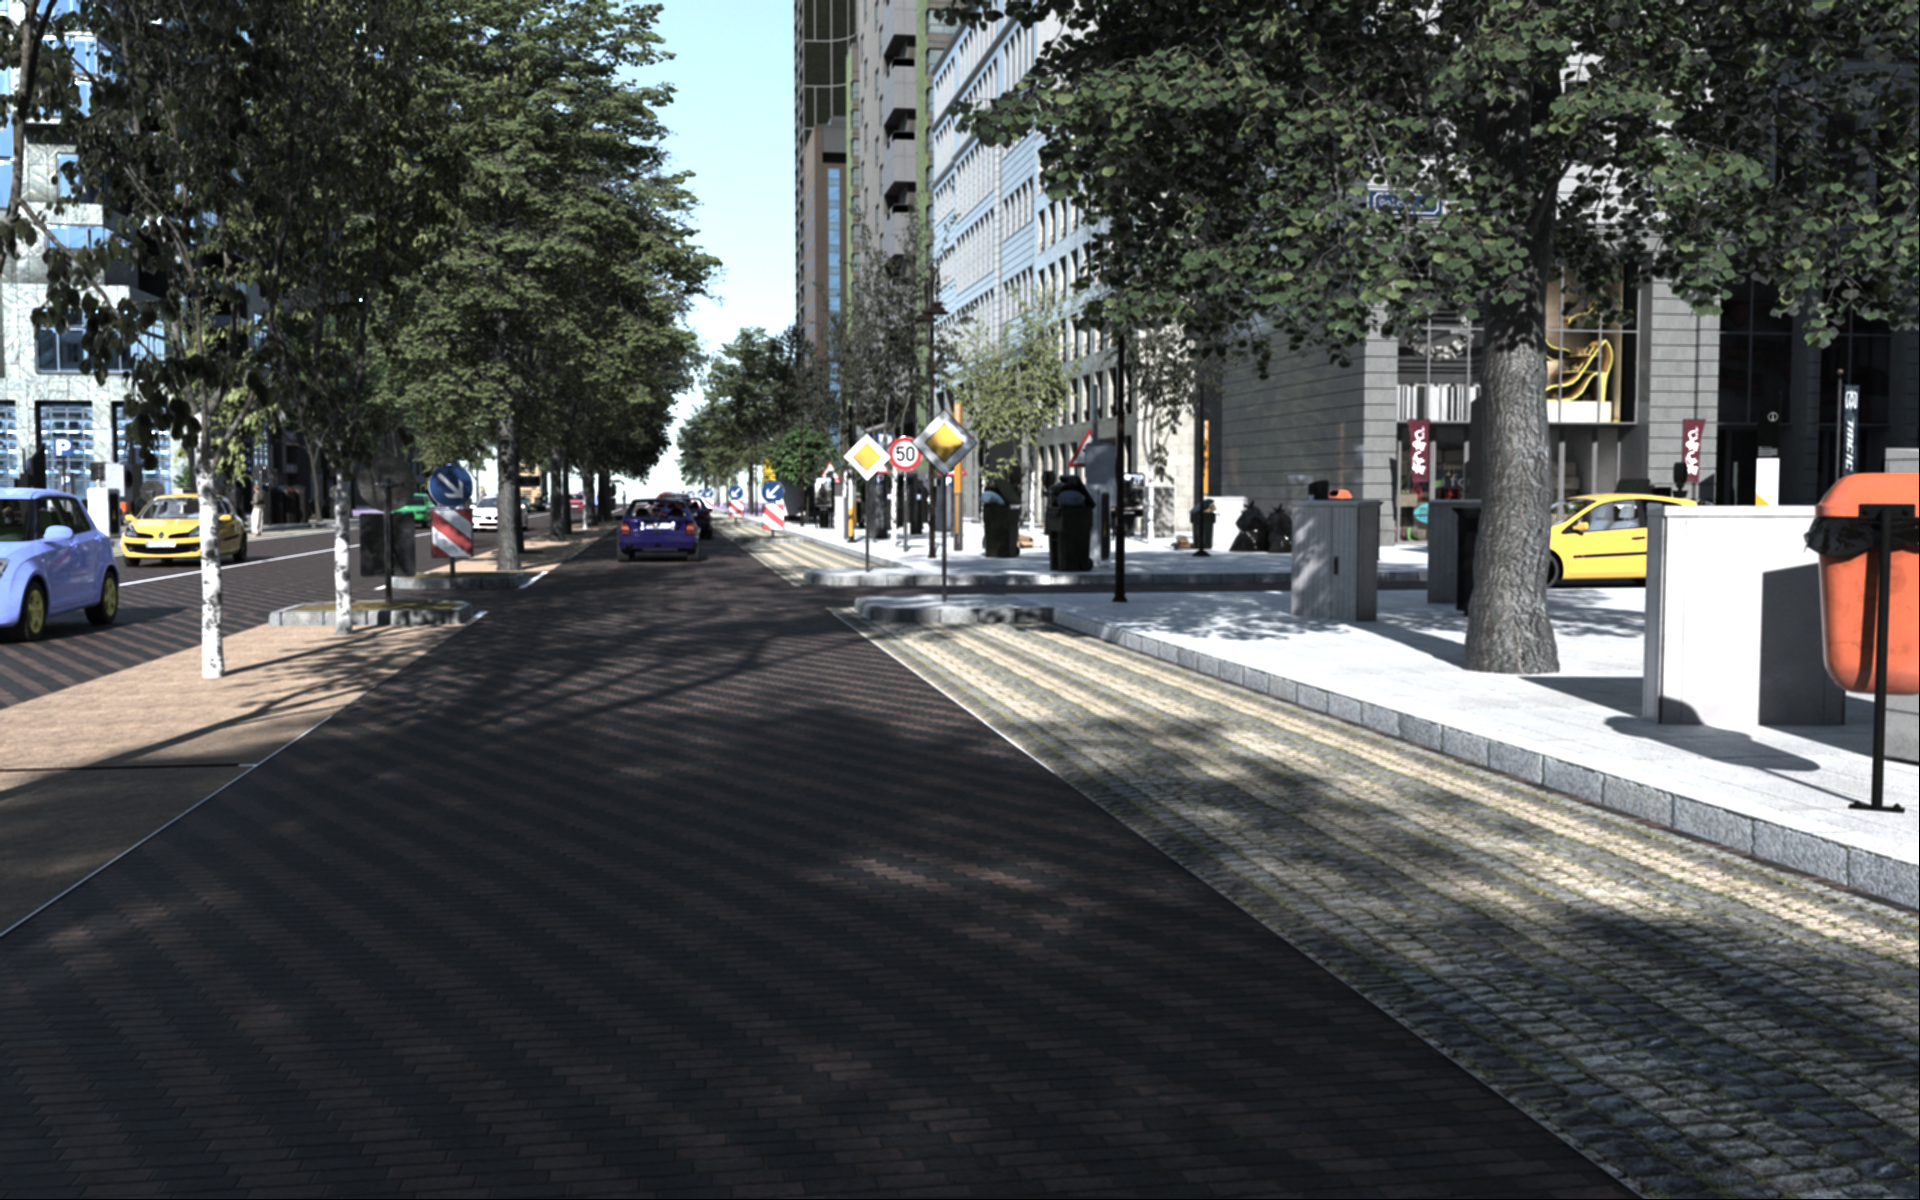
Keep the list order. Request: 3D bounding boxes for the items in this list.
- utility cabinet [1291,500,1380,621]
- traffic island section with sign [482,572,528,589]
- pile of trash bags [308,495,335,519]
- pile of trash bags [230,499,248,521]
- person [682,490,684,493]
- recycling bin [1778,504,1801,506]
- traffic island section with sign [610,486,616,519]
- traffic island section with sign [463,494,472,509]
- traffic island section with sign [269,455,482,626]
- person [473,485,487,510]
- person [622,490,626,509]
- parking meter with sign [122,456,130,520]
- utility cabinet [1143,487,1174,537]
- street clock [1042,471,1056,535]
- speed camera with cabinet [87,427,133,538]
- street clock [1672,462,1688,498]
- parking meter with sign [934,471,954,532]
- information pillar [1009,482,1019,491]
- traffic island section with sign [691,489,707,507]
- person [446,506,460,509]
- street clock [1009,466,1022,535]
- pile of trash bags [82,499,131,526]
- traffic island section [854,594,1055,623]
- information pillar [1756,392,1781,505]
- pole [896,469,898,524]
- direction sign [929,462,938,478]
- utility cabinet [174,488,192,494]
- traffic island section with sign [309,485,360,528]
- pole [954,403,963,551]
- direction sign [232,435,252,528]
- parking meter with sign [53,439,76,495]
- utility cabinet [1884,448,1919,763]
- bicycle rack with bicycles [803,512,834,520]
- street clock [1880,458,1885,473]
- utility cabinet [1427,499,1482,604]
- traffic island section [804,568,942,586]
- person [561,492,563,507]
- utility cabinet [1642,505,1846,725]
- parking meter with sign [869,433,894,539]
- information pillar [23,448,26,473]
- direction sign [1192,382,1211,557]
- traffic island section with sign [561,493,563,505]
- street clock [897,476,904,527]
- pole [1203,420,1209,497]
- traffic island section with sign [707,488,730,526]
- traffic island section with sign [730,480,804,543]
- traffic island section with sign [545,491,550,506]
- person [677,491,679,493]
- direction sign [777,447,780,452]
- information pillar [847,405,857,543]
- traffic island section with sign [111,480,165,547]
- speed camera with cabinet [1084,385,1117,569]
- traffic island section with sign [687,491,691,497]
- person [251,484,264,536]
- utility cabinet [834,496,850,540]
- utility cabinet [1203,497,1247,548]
[{"bbox_3d":[3.856,-0.412,17.896,0.306,1.237,1.020,-2,4,-30],"label":"utility cabinet"},{"bbox_3d":[-7.863,-1.158,27.070,2.006,1.907,1.989,-1,4,-10],"label":"traffic island section with sign"},{"bbox_3d":[-33.676,-4.866,89.319,3.447,1.369,1.912,-2,4,-30],"label":"pile of trash bags"},{"bbox_3d":[-34.955,-4.338,80.681,3.447,1.369,1.912,1,4,14],"label":"pile of trash bags"},{"bbox_3d":[-30.605,-11.214,191.814,0.705,1.831,1.348,-2,4,-30],"label":"person"},{"bbox_3d":[19.712,-1.785,41.743,0.722,1.027,0.722,-2,4,-29],"label":"recycling bin"},{"bbox_3d":[-20.431,-5.689,101.154,2.006,1.907,1.989,-1,4,-10],"label":"traffic island section with sign"},{"bbox_3d":[-35.298,-7.073,124.268,1.989,1.847,2.006,-1,4,-10],"label":"traffic island section with sign"},{"bbox_3d":[-6.635,-0.711,19.765,2.006,1.907,1.989,-1,4,-10],"label":"traffic island section with sign"},{"bbox_3d":[-20.356,-3.979,73.734,0.728,1.800,0.709,1,4,22],"label":"person"},{"bbox_3d":[-32.921,-9.854,169.702,0.705,1.814,1.350,0,4,0],"label":"person"},{"bbox_3d":[-37.933,-5.022,78.366,1.738,3.016,0.543,2,4,26],"label":"parking meter with sign"},{"bbox_3d":[5.868,-2.595,51.109,0.318,1.500,1.173,3,5,42],"label":"utility cabinet"},{"bbox_3d":[2.764,-3.027,54.055,0.358,2.002,0.471,-2,4,-31],"label":"street clock"},{"bbox_3d":[-24.883,-3.449,50.733,0.660,3.252,2.038,0,4,-6],"label":"speed camera with cabinet"},{"bbox_3d":[16.504,-2.150,39.721,0.358,2.002,0.471,2,4,32],"label":"street clock"},{"bbox_3d":[-0.486,-3.818,58.686,0.543,3.016,1.738,-1,4,-20],"label":"parking meter with sign"},{"bbox_3d":[1.983,-3.613,63.568,0.304,2.012,0.304,-2,4,-25],"label":"information pillar"},{"bbox_3d":[-18.460,-7.207,126.462,1.989,1.847,2.006,-1,4,-10],"label":"traffic island section with sign"},{"bbox_3d":[-13.111,-2.213,44.952,0.793,1.790,0.793,-3,5,-43],"label":"person"},{"bbox_3d":[1.404,-2.428,44.274,0.358,2.002,0.471,-1,4,-10],"label":"street clock"},{"bbox_3d":[-34.671,-3.686,70.019,1.912,1.369,3.447,1,4,8],"label":"pile of trash bags"},{"bbox_3d":[-0.168,0.102,20.614,2.009,0.180,2.903,-1,4,-10],"label":"traffic island section"},{"bbox_3d":[18.739,-2.984,40.143,0.504,3.616,0.183,3,4,38],"label":"information pillar"},{"bbox_3d":[-2.656,-4.777,71.944,0.158,3.312,0.155,0,3,0],"label":"pole"},{"bbox_3d":[-1.129,-5.783,86.543,0.876,3.537,0.379,-2,4,-27],"label":"direction sign"},{"bbox_3d":[-28.613,-3.377,63.888,0.318,1.500,1.173,0,4,-8],"label":"utility cabinet"},{"bbox_3d":[-26.882,-4.039,74.670,1.989,1.847,2.006,-1,4,-10],"label":"traffic island section with sign"},{"bbox_3d":[-0.039,-2.759,38.953,0.158,3.312,0.155,0,3,0],"label":"pole"},{"bbox_3d":[-27.500,-4.549,66.377,0.876,3.537,0.379,1,4,16],"label":"direction sign"},{"bbox_3d":[-28.686,-3.636,55.701,0.543,3.016,1.738,-1,4,-20],"label":"parking meter with sign"},{"bbox_3d":[5.042,0.019,8.360,1.173,1.500,0.318,-1,4,-16],"label":"utility cabinet"},{"bbox_3d":[-7.495,-4.538,87.573,2.925,0.926,2.852,-2,4,-32],"label":"bicycle rack with bicycles"},{"bbox_3d":[17.932,-1.760,33.349,0.358,2.002,0.471,0,4,0],"label":"street clock"},{"bbox_3d":[6.024,-0.561,20.330,1.020,1.237,0.306,1,4,15],"label":"utility cabinet"},{"bbox_3d":[-1.503,-0.380,28.487,2.009,0.180,2.903,-1,4,-10],"label":"traffic island section"},{"bbox_3d":[-44.012,-11.130,191.297,1.217,1.723,0.721,3,5,42],"label":"person"},{"bbox_3d":[4.408,0.087,9.734,1.020,1.237,0.306,0,4,3],"label":"utility cabinet"},{"bbox_3d":[-2.343,-3.298,50.189,0.543,3.016,1.738,-1,4,-14],"label":"parking meter with sign"},{"bbox_3d":[-47.819,-5.945,88.557,0.183,3.616,0.504,-2,4,-30],"label":"information pillar"},{"bbox_3d":[4.981,-2.669,35.639,0.379,3.537,0.876,0,4,5],"label":"direction sign"},{"bbox_3d":[-53.511,-13.645,231.723,1.989,1.847,2.006,-1,4,-10],"label":"traffic island section with sign"},{"bbox_3d":[-2.353,-3.878,67.971,0.358,2.002,0.471,2,4,27],"label":"street clock"},{"bbox_3d":[6.803,-3.312,47.998,0.158,3.312,0.155,0,3,0],"label":"pole"},{"bbox_3d":[-10.175,-4.218,77.587,1.989,1.847,2.006,-1,4,-10],"label":"traffic island section with sign"},{"bbox_3d":[-5.661,-2.592,51.011,1.989,1.847,2.006,-1,4,-10],"label":"traffic island section with sign"},{"bbox_3d":[-48.932,-11.998,204.795,1.989,1.847,2.006,-1,4,-10],"label":"traffic island section with sign"},{"bbox_3d":[-40.435,-14.664,248.243,1.348,1.826,0.705,3,5,40],"label":"person"},{"bbox_3d":[-8.535,-5.610,83.723,0.876,3.537,0.379,3,5,40],"label":"direction sign"},{"bbox_3d":[-2.849,-3.333,45.852,0.183,3.616,0.504,1,4,11],"label":"information pillar"},{"bbox_3d":[-22.287,-2.384,47.604,1.989,1.847,2.006,-1,4,-10],"label":"traffic island section with sign"},{"bbox_3d":[2.423,-2.225,30.715,0.660,3.252,2.038,1,4,17],"label":"speed camera with cabinet"},{"bbox_3d":[-23.045,-8.859,153.476,1.989,1.847,2.006,-1,4,-10],"label":"traffic island section with sign"},{"bbox_3d":[-23.834,-3.036,58.687,0.362,1.759,0.519,1,4,10],"label":"person"},{"bbox_3d":[-3.313,-2.306,48.857,0.306,1.237,1.020,0,4,5],"label":"utility cabinet"},{"bbox_3d":[6.387,-1.869,41.727,1.020,1.237,0.306,2,4,24],"label":"utility cabinet"}]
